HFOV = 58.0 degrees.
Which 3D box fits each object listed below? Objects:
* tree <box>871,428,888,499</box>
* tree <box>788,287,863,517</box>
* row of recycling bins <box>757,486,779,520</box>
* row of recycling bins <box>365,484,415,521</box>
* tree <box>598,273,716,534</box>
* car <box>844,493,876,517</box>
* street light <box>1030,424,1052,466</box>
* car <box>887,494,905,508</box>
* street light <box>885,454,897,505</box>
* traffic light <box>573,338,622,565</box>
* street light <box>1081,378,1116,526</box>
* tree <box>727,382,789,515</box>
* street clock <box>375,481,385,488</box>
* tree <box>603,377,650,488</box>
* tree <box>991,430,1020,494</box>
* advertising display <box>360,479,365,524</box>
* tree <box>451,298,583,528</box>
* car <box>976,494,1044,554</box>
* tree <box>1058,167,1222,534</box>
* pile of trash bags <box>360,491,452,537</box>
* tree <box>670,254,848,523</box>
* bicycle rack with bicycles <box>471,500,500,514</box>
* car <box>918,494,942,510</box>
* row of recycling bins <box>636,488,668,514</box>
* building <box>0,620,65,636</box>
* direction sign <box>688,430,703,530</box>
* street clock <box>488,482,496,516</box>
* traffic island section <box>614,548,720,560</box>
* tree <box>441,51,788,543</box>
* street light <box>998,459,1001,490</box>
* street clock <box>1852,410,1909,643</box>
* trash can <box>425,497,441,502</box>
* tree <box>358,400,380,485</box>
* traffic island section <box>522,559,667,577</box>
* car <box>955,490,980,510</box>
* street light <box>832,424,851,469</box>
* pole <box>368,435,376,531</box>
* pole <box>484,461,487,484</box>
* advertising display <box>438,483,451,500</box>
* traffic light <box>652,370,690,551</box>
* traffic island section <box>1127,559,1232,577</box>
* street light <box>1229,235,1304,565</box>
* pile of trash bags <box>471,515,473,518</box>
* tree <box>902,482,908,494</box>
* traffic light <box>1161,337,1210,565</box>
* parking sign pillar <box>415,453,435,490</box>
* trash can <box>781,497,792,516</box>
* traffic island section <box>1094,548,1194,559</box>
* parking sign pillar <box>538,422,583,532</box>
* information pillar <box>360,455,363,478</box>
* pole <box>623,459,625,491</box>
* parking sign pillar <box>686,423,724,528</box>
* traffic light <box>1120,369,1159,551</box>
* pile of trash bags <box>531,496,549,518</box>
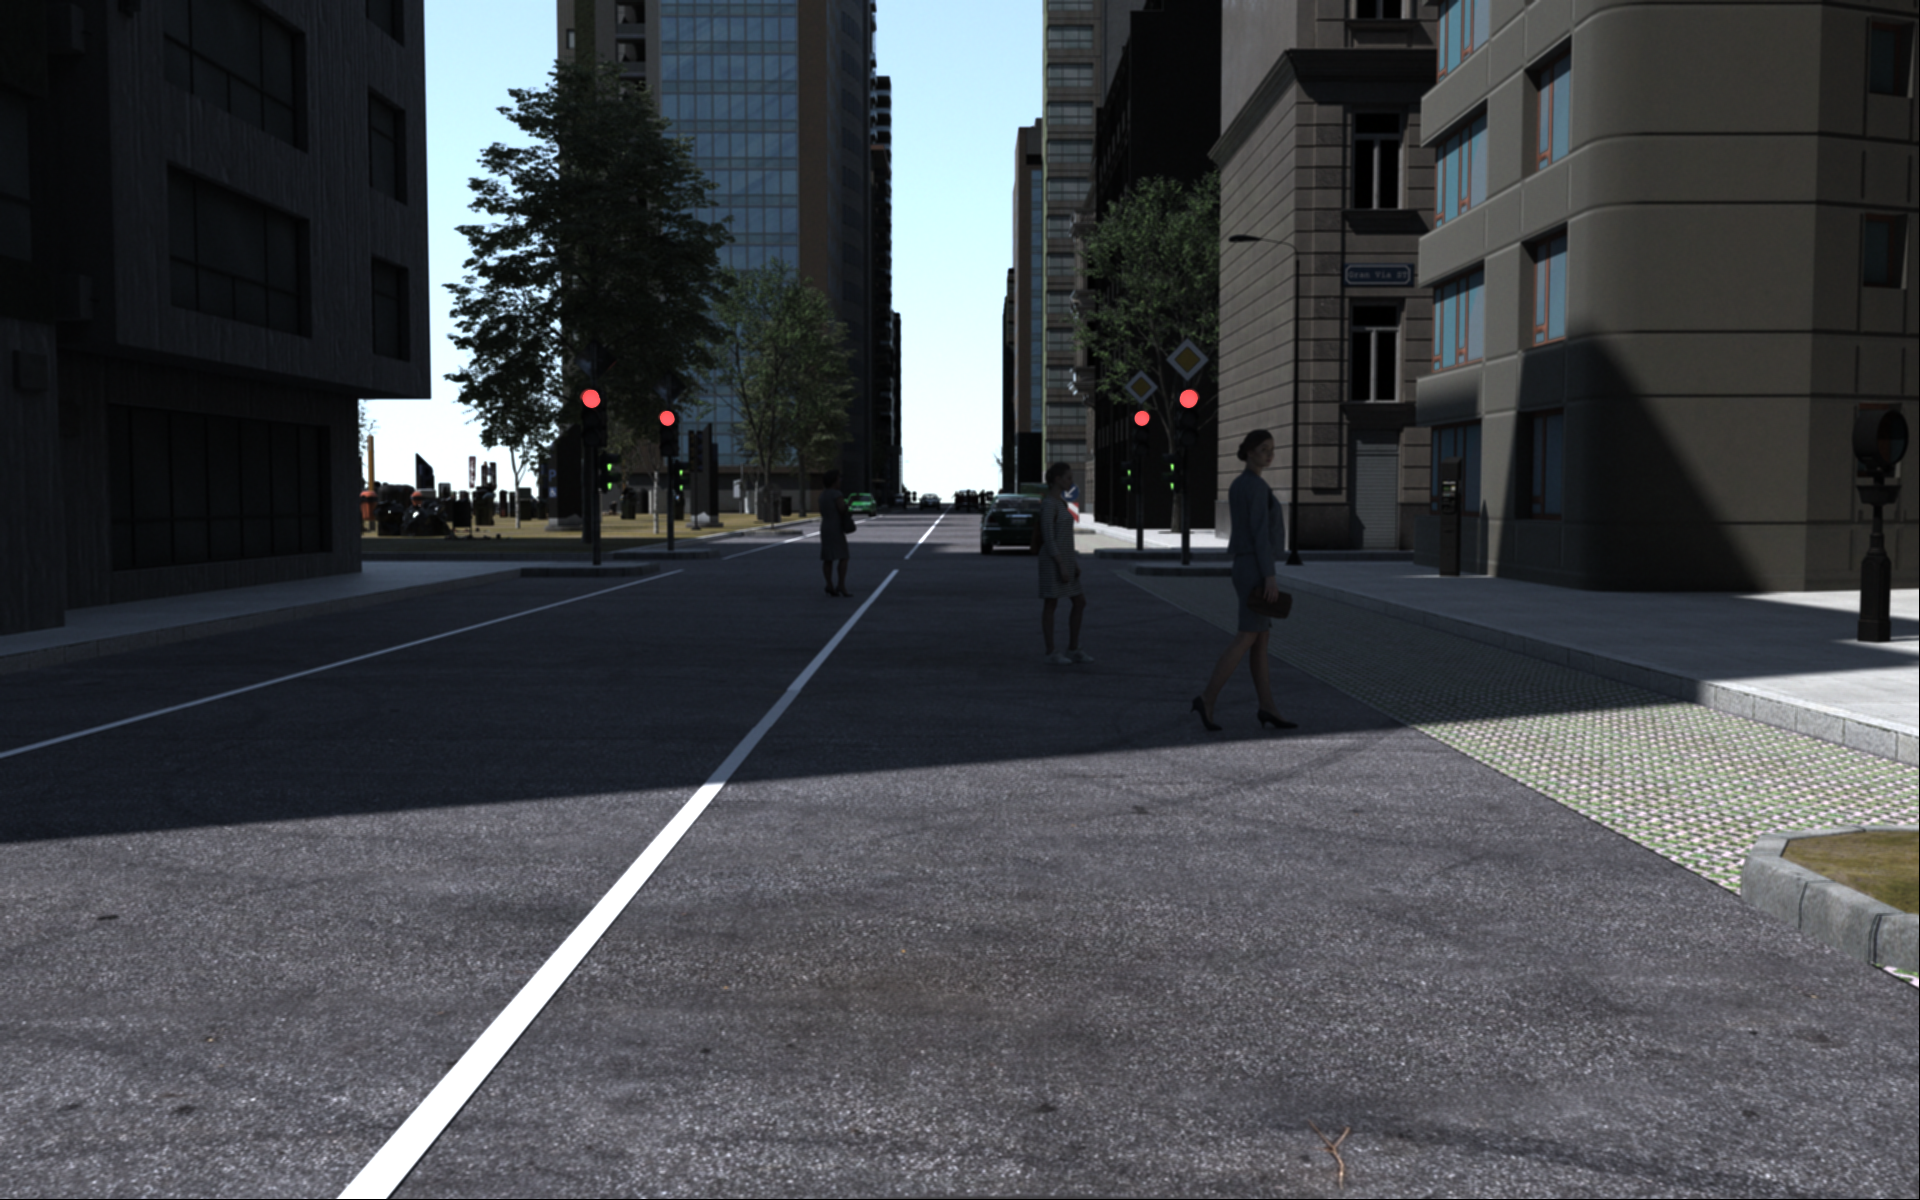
[{"bbox_3d":[-9.628,-14.678,190.349,4.737,8.622,4.395,0,3,0],"label":"tree"},{"bbox_3d":[-8.923,-10.829,95.186,7.486,12.596,7.792,0,3,0],"label":"tree"},{"bbox_3d":[-9.553,-4.809,85.736,1.069,1.692,3.534,-1,4,-11],"label":"row of recycling bins"},{"bbox_3d":[-28.232,-4.725,84.364,1.069,1.692,3.534,2,4,34],"label":"row of recycling bins"},{"bbox_3d":[-9.854,-6.451,55.842,4.360,8.622,3.978,0,3,0],"label":"tree"},{"bbox_3d":[-6.244,-6.104,108.599,1.959,1.807,4.718,0,4,1],"label":"car"},{"bbox_3d":[5.503,-8.673,114.342,1.470,5.913,1.316,0,3,0],"label":"street light"},{"bbox_3d":[-6.301,-9.880,173.542,2.014,1.417,4.499,0,3,0],"label":"car"},{"bbox_3d":[-7.954,-13.837,198.780,1.470,5.913,1.316,0,3,0],"label":"street light"},{"bbox_3d":[-6.552,-2.586,31.202,0.839,4.253,0.868,0,3,0],"label":"traffic light"},{"bbox_3d":[5.540,-5.916,69.270,1.470,5.913,1.316,0,3,0],"label":"street light"},{"bbox_3d":[-12.473,-9.552,106.533,4.360,8.622,3.978,0,3,0],"label":"tree"},{"bbox_3d":[-32.794,-5.680,97.434,0.471,2.002,0.358,-1,4,-12],"label":"street clock"},{"bbox_3d":[-18.808,-8.957,96.811,4.737,8.622,4.395,0,3,0],"label":"tree"},{"bbox_3d":[5.994,-15.148,198.029,4.360,8.622,3.978,0,3,0],"label":"tree"},{"bbox_3d":[-25.464,-4.190,73.723,0.123,1.923,0.974,-1,4,-9],"label":"advertising display"},{"bbox_3d":[-16.617,-6.979,64.474,4.360,8.622,3.978,0,3,0],"label":"tree"},{"bbox_3d":[1.447,-1.881,42.558,2.131,1.459,4.920,0,4,2],"label":"car"},{"bbox_3d":[7.065,-7.975,56.148,9.928,11.665,9.643,0,3,0],"label":"tree"},{"bbox_3d":[-17.252,-2.659,53.223,3.447,1.369,1.912,2,4,32],"label":"pile of trash bags"},{"bbox_3d":[-8.666,-9.227,76.612,9.928,11.665,9.643,0,3,0],"label":"tree"},{"bbox_3d":[-29.870,-5.860,109.190,2.925,0.926,2.852,-2,4,-31],"label":"bicycle rack with bicycles"},{"bbox_3d":[-2.711,-8.837,156.280,2.131,1.459,4.920,0,4,-1],"label":"car"},{"bbox_3d":[-20.291,-6.466,112.830,3.534,1.692,1.069,1,4,12],"label":"row of recycling bins"},{"bbox_3d":[-15.689,-14.513,8.994,14.160,30.474,14.107,0,3,0],"label":"building"},{"bbox_3d":[-9.420,-4.266,61.739,0.379,3.537,0.876,2,4,24],"label":"direction sign"},{"bbox_3d":[-27.397,-5.934,101.594,0.471,2.002,0.358,-1,4,-11],"label":"street clock"},{"bbox_3d":[-6.587,-1.042,39.322,2.009,0.180,2.903,0,3,0],"label":"traffic island section"},{"bbox_3d":[-9.283,-7.760,45.006,7.486,12.596,7.792,0,3,0],"label":"tree"},{"bbox_3d":[5.657,-15.746,229.987,1.470,5.913,1.316,0,3,0],"label":"street light"},{"bbox_3d":[7.944,-0.638,14.994,0.471,2.002,0.358,-2,4,-30],"label":"street clock"},{"bbox_3d":[-23.845,-4.080,78.369,0.748,1.137,0.748,0,3,0],"label":"trash can"},{"bbox_3d":[-35.582,-9.184,100.525,4.360,8.622,3.978,0,3,0],"label":"tree"},{"bbox_3d":[-6.592,-0.554,31.337,2.009,0.180,2.903,0,3,0],"label":"traffic island section"},{"bbox_3d":[0.654,-8.811,152.725,2.281,1.827,5.304,0,4,0],"label":"car"},{"bbox_3d":[-7.939,-8.752,115.636,1.470,5.913,1.316,0,3,0],"label":"street light"},{"bbox_3d":[-20.484,-4.064,60.288,0.158,3.312,0.155,0,3,0],"label":"pole"},{"bbox_3d":[-29.468,-6.958,107.611,0.158,3.312,0.155,0,3,0],"label":"pole"},{"bbox_3d":[-29.800,-5.808,100.175,0.123,1.923,0.974,1,4,21],"label":"advertising display"},{"bbox_3d":[-6.547,-3.074,39.187,0.839,4.253,0.868,0,3,0],"label":"traffic light"},{"bbox_3d":[4.100,-0.553,31.326,2.009,0.180,2.903,0,3,0],"label":"traffic island section"},{"bbox_3d":[5.513,-3.588,31.198,1.470,5.913,1.316,0,3,0],"label":"street light"},{"bbox_3d":[-27.373,-5.015,91.749,3.447,1.369,1.912,3,5,42],"label":"pile of trash bags"},{"bbox_3d":[-9.019,-17.086,273.957,1.663,3.219,1.824,0,3,0],"label":"tree"},{"bbox_3d":[4.060,-2.587,31.212,0.839,4.253,0.868,0,3,0],"label":"traffic light"},{"bbox_3d":[-35.149,-7.668,113.845,1.447,3.967,1.447,2,4,24],"label":"parking sign pillar"},{"bbox_3d":[-10.103,-5.444,100.654,0.748,1.137,0.748,0,3,0],"label":"trash can"},{"bbox_3d":[4.104,-1.042,39.311,2.009,0.180,2.903,0,3,0],"label":"traffic island section"},{"bbox_3d":[-13.647,-4.366,59.854,1.447,3.967,1.447,2,4,28],"label":"parking sign pillar"},{"bbox_3d":[-35.970,-6.869,103.665,0.183,3.616,0.504,3,4,37],"label":"information pillar"},{"bbox_3d":[-19.631,-6.568,101.234,0.158,3.312,0.155,0,3,0],"label":"pole"},{"bbox_3d":[-9.807,-4.767,66.411,1.447,3.967,1.447,-3,5,-42],"label":"parking sign pillar"},{"bbox_3d":[4.064,-3.075,39.197,0.839,4.253,0.868,0,3,0],"label":"traffic light"},{"bbox_3d":[-23.385,-5.559,100.638,1.912,1.369,3.447,-3,4,-38],"label":"pile of trash bags"}]
